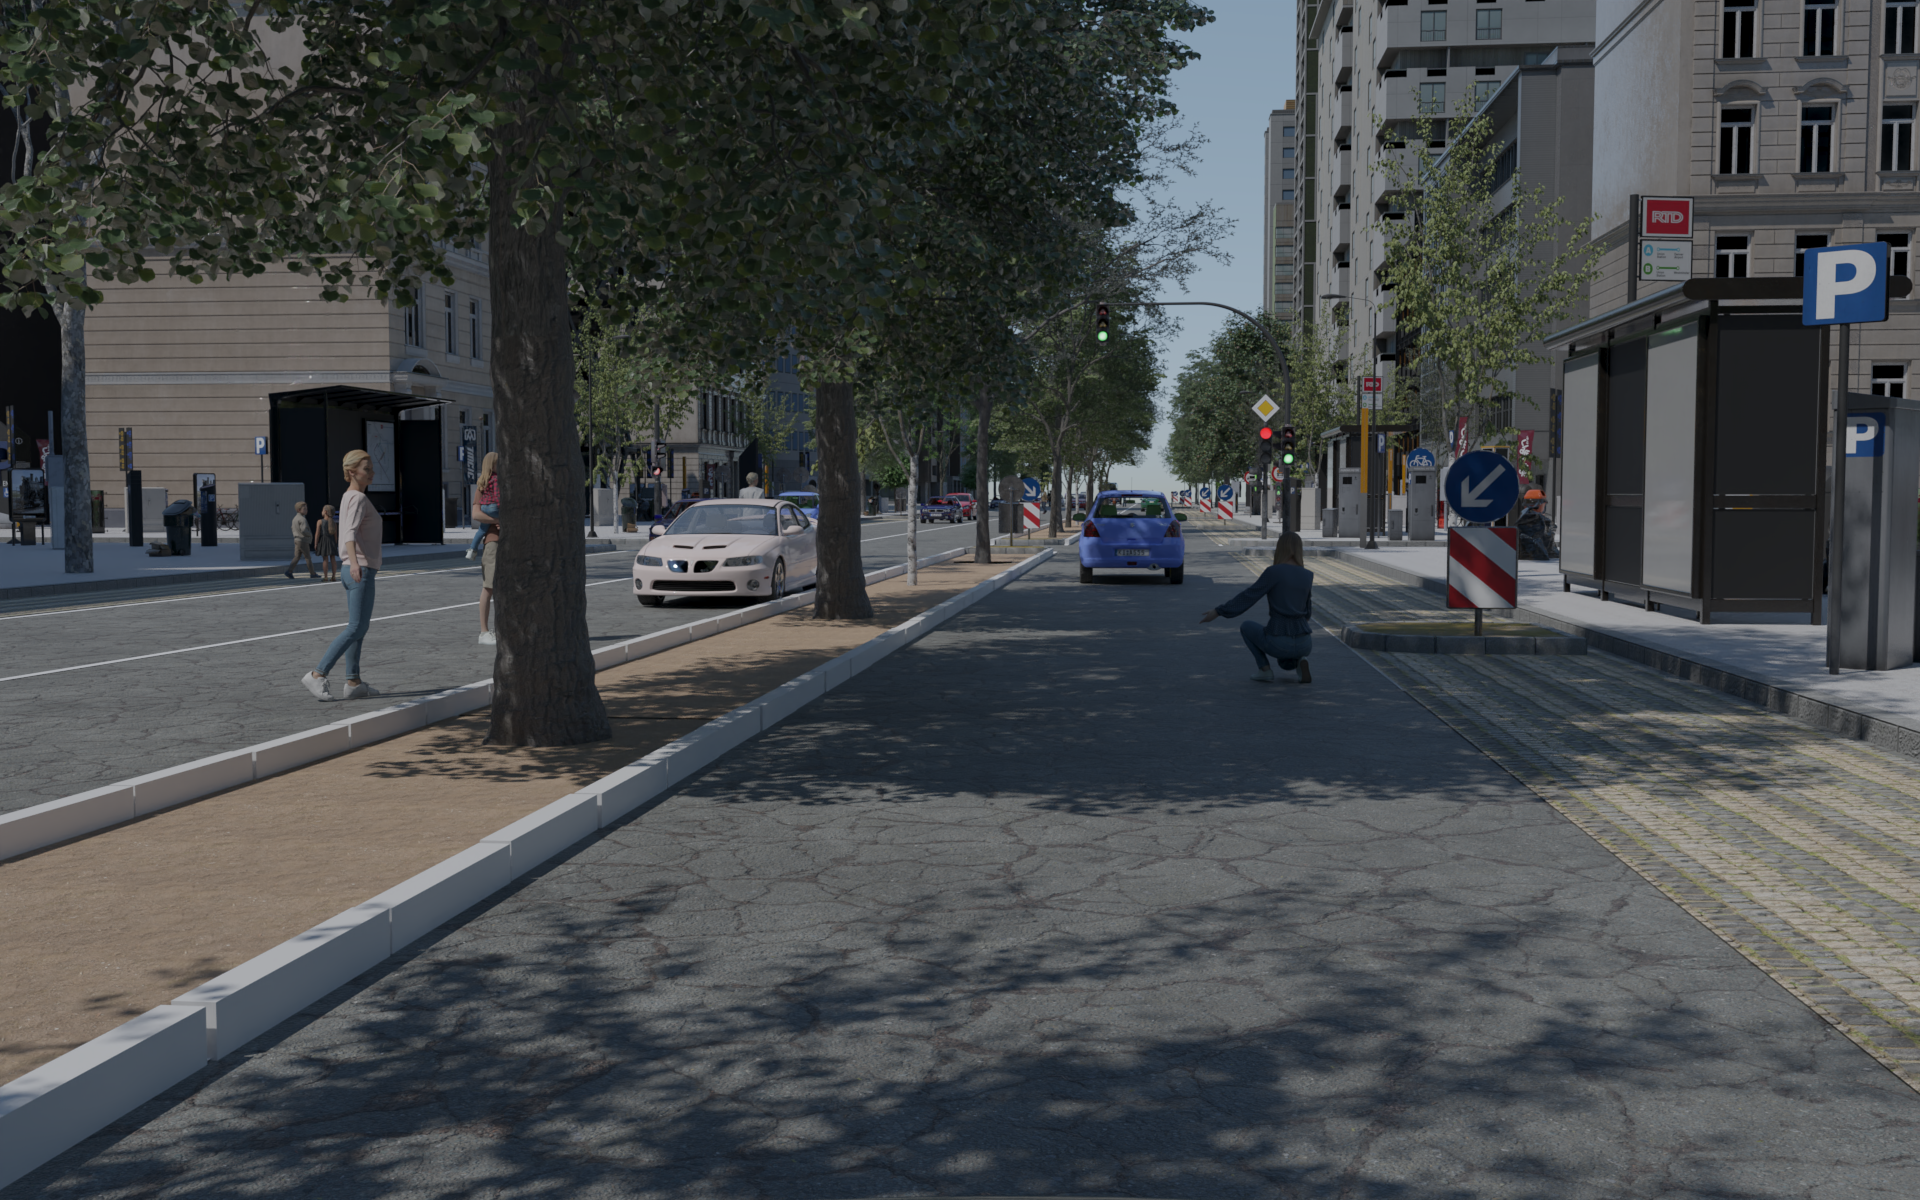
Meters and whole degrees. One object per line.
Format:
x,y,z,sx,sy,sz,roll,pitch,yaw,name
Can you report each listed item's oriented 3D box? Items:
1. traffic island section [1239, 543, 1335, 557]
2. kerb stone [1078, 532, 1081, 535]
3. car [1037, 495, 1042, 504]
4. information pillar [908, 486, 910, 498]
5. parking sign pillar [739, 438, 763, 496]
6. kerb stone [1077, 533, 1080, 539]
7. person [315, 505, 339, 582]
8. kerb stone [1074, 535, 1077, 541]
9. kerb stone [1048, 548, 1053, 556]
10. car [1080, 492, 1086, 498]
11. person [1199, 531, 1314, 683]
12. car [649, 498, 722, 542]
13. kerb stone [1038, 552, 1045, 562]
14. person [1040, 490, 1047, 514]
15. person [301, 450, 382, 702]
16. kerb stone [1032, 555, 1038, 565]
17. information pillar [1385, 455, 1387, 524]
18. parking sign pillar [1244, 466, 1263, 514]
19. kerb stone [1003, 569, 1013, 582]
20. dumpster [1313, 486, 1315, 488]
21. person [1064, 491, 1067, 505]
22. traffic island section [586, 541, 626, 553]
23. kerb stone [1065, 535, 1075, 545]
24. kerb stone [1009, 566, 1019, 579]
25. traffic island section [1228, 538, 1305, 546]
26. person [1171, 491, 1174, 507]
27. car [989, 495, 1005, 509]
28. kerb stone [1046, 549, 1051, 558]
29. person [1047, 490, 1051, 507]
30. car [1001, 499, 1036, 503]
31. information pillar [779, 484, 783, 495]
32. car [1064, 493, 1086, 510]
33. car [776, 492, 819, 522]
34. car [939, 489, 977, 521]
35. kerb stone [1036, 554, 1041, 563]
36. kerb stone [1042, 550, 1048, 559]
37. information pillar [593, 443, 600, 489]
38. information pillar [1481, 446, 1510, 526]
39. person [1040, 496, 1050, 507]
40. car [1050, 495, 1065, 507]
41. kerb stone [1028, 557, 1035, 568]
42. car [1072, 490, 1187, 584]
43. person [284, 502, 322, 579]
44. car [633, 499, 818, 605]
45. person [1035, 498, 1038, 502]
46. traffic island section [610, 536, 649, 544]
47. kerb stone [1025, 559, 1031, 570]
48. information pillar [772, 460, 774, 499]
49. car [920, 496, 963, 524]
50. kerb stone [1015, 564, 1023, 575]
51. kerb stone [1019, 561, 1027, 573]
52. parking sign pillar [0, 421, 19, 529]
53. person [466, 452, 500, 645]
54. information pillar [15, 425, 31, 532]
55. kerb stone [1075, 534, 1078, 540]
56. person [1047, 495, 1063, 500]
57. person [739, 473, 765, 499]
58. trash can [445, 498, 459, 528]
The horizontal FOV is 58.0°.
7.722,-1.142,40.957,2.009,0.180,2.903,0,4,6,traffic island section
3.644,-1.961,54.370,0.120,0.150,1.000,0,4,6,kerb stone
9.742,-12.399,215.304,1.945,1.354,3.894,0,4,7,car
-3.477,-7.955,121.424,0.183,3.616,0.504,2,4,30,information pillar
-10.072,-5.804,83.366,1.447,3.967,1.447,3,5,44,parking sign pillar
3.525,-1.899,53.353,0.120,0.150,1.000,0,4,6,kerb stone
-10.329,-0.921,28.221,0.362,1.253,0.373,-3,5,-41,person
3.300,-1.781,51.317,0.120,0.150,1.000,0,4,6,kerb stone
1.984,-1.058,39.502,0.120,0.150,1.000,0,4,6,kerb stone
18.782,-15.335,259.400,2.281,1.827,5.304,0,4,6,car
2.359,0.041,13.322,1.012,1.151,0.738,-1,4,-11,person
-5.963,-1.679,40.038,1.945,1.354,3.894,0,4,6,car
1.642,-0.872,36.450,0.120,0.150,1.000,0,4,6,kerb stone
5.998,-7.068,123.972,0.656,1.842,0.836,2,4,26,person
-4.294,-0.177,12.071,0.598,1.740,0.731,-3,4,-38,person
1.406,-0.747,34.404,0.120,0.150,1.000,0,4,6,kerb stone
18.364,-5.137,75.346,0.504,3.616,0.183,-3,4,-36,information pillar
19.446,-7.684,114.100,1.447,3.967,1.447,-2,4,-34,parking sign pillar
0.731,-0.373,28.301,0.120,0.150,1.000,0,4,6,kerb stone
17.808,-4.959,83.575,1.502,2.255,1.985,0,4,6,dumpster
14.175,-13.543,229.798,0.709,1.838,0.599,0,4,5,person
-9.760,-1.262,42.908,2.009,0.180,2.903,0,4,6,traffic island section
3.185,-1.715,50.301,0.120,0.150,1.000,0,4,6,kerb stone
0.852,-0.436,29.316,0.120,0.150,1.000,0,4,6,kerb stone
8.608,-1.628,48.893,2.009,0.180,2.903,0,4,6,traffic island section
22.966,-10.871,186.944,0.721,1.736,1.217,1,4,11,person
3.758,-9.138,161.982,1.945,1.354,3.894,0,4,6,car
1.870,-0.991,38.486,0.120,0.150,1.000,0,4,6,kerb stone
9.954,-11.200,191.254,1.348,1.869,0.705,-1,4,-12,person
3.253,-4.995,93.667,2.014,1.417,4.499,1,4,8,car
-12.814,-7.365,124.909,0.304,2.012,0.304,-3,5,-40,information pillar
10.295,-8.797,152.871,2.155,1.783,4.494,0,4,4,car
-5.264,-2.845,56.099,1.945,1.707,3.694,0,4,5,car
-0.090,-5.261,95.056,2.155,1.783,4.494,0,4,6,car
1.522,-0.805,35.427,0.120,0.150,1.000,0,4,6,kerb stone
1.755,-0.934,37.468,0.120,0.150,1.000,0,4,6,kerb stone
-15.123,-4.943,72.177,0.183,3.616,0.504,1,4,14,information pillar
8.227,-1.357,26.674,0.304,2.012,0.304,-1,4,-23,information pillar
9.306,-11.044,189.772,1.217,1.736,0.721,-2,4,-30,person
11.033,-11.349,197.555,2.014,1.417,4.499,0,4,5,car
1.298,-0.682,33.384,0.120,0.150,1.000,0,4,6,kerb stone
2.843,-1.185,28.968,1.945,1.707,3.694,0,4,4,car
-11.123,-1.007,29.235,0.475,1.303,0.640,2,4,35,person
-3.054,-0.700,23.802,2.083,1.381,4.827,0,4,7,car
6.641,-8.555,151.632,0.557,1.426,1.065,1,4,17,person
-8.874,-1.747,50.843,2.009,0.180,2.903,0,4,6,traffic island section
1.183,-0.621,32.368,0.120,0.150,1.000,0,4,6,kerb stone
-12.659,-7.700,117.250,0.183,3.616,0.504,0,4,-5,information pillar
-0.903,-4.460,85.507,1.945,1.354,3.894,0,4,8,car
0.954,-0.498,30.336,0.120,0.150,1.000,0,4,6,kerb stone
1.076,-0.560,31.351,0.120,0.150,1.000,0,4,6,kerb stone
-34.941,-4.605,63.771,1.447,3.967,1.447,1,4,19,parking sign pillar
-4.426,-0.495,16.568,0.573,1.828,0.580,-1,4,-11,person
-31.467,-4.086,58.153,0.504,3.616,0.183,-2,4,-28,information pillar
3.414,-1.844,52.337,0.120,0.150,1.000,0,4,6,kerb stone
7.678,-8.030,139.819,1.348,1.821,0.705,0,4,6,person
-3.930,-1.507,33.013,0.514,1.842,0.818,-2,4,-24,person
-19.182,-3.263,65.011,0.748,1.137,0.748,0,3,0,trash can
